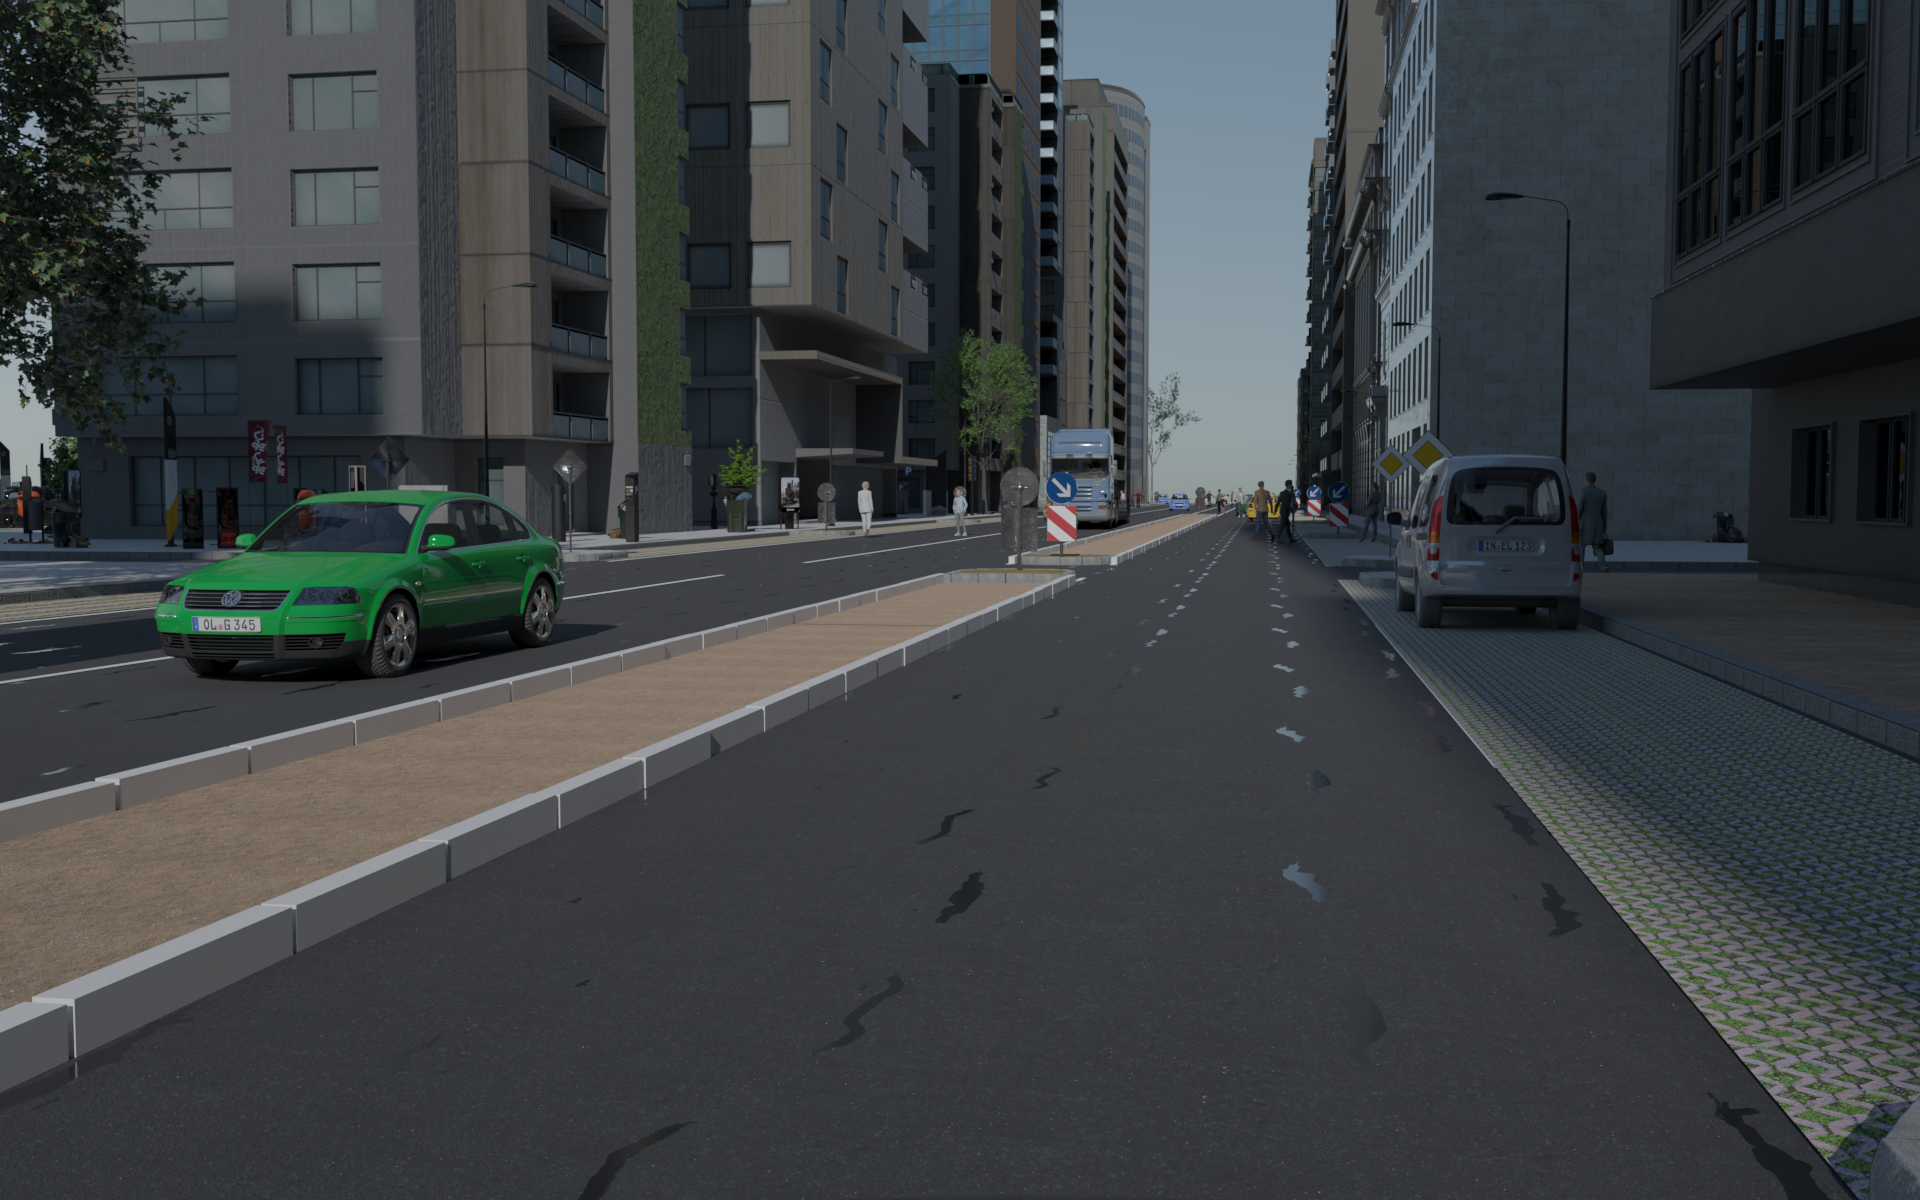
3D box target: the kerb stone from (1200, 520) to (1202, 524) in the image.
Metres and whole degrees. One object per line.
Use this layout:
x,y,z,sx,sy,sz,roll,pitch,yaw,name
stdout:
10.873,-3.485,79.177,0.120,0.150,1.000,1,4,10,kerb stone

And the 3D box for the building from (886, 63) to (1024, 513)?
-3.476,-21.332,120.476,14.160,30.474,14.107,1,4,10,building

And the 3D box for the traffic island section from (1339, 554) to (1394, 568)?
8.732,-0.783,35.091,2.009,0.180,2.903,1,4,10,traffic island section

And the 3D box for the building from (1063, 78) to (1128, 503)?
8.583,-35.711,207.571,21.300,48.544,21.600,1,4,10,building

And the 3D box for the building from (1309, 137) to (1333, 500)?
47.748,-31.609,200.405,14.154,41.232,14.086,1,4,10,building

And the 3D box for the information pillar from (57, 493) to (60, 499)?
-49.072,-5.484,94.148,0.304,2.012,0.304,-2,4,-25,information pillar

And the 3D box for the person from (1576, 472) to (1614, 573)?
10.852,-1.299,29.840,0.694,1.812,0.767,-1,4,-16,person

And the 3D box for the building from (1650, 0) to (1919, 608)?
15.088,-13.387,12.390,14.314,27.812,24.014,1,4,10,building

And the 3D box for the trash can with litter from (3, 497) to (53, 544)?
-24.249,-2.086,45.164,2.233,1.210,1.678,2,4,27,trash can with litter

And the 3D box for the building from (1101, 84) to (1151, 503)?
15.599,-43.171,247.848,21.231,58.520,28.212,1,4,10,building

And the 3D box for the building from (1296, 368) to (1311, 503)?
62.817,-24.736,249.468,27.650,21.520,28.899,1,4,10,building

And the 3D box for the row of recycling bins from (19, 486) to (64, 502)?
-52.963,-5.701,100.317,1.069,1.692,3.534,0,4,5,row of recycling bins

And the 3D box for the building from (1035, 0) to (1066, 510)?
-1.198,-51.628,156.786,22.319,86.520,31.000,1,4,10,building

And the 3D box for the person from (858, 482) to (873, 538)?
-3.088,-2.954,56.675,0.514,1.842,0.818,0,4,2,person

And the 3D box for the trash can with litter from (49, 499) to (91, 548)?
-21.220,-1.836,41.399,1.055,1.170,0.624,1,4,23,trash can with litter

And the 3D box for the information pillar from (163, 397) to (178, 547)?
-19.157,-3.100,42.036,0.183,3.616,0.504,0,3,0,information pillar

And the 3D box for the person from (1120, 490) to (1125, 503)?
12.087,-7.329,129.275,0.436,1.711,0.756,2,4,29,person

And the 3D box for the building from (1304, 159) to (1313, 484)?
55.418,-34.628,220.786,22.147,44.769,28.867,1,4,10,building

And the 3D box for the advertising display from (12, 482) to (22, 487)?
-50.254,-5.329,92.350,0.974,1.923,0.123,3,5,39,advertising display

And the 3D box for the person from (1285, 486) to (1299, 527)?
14.511,-4.110,75.800,0.616,1.811,0.778,3,5,44,person

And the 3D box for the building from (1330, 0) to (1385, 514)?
36.491,-30.157,116.765,21.300,48.544,21.600,1,4,10,building

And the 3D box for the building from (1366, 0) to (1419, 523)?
24.805,-17.566,73.113,13.634,28.700,20.117,1,4,10,building

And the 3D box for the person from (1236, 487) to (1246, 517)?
17.324,-6.024,106.837,0.661,1.843,0.795,1,4,17,person

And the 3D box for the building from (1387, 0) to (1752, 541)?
19.719,-12.274,55.433,10.420,20.320,16.860,1,4,10,building

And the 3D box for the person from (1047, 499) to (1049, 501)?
6.806,-7.168,126.409,0.721,1.736,1.217,-3,5,-39,person

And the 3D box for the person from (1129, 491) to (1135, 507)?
18.589,-10.854,186.419,0.568,1.767,0.683,3,5,44,person

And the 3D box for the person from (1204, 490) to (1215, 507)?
26.818,-10.878,186.380,1.348,1.821,0.705,0,4,3,person

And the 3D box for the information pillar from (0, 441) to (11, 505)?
-42.339,-5.227,76.813,0.183,3.616,0.504,1,4,20,information pillar

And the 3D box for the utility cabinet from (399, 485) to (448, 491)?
-13.574,-2.152,43.861,1.173,1.500,0.318,-1,4,-12,utility cabinet

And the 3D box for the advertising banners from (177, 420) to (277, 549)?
-17.252,-2.721,40.681,2.074,3.025,0.090,-1,4,-23,advertising banners

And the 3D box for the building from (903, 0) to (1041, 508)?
-1.523,-29.633,134.604,14.600,45.320,14.200,1,4,10,building

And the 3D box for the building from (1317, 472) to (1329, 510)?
45.407,-27.320,138.557,32.217,40.220,23.993,1,4,10,building

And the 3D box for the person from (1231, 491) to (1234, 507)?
29.841,-11.090,190.538,0.721,1.743,1.217,0,4,4,person

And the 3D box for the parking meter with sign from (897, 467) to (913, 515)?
-3.591,-6.909,109.229,0.543,3.016,1.738,2,4,24,parking meter with sign

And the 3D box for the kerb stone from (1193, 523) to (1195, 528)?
9.456,-2.988,71.100,0.120,0.150,1.000,1,4,10,kerb stone

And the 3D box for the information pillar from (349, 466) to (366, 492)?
-15.607,-2.471,44.896,0.304,2.012,0.304,2,4,35,information pillar

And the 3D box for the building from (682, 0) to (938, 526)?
-16.730,-30.104,81.443,28.713,52.752,27.495,1,4,10,building

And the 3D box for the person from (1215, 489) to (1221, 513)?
19.690,-7.541,131.797,0.705,1.823,1.348,0,4,-4,person

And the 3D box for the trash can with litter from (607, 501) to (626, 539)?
-9.718,-2.343,49.693,1.055,1.170,0.624,3,4,37,trash can with litter

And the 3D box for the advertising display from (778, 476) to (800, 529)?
-6.220,-3.541,63.117,0.123,1.923,0.974,3,5,41,advertising display

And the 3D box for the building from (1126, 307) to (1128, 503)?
14.296,-27.785,225.978,14.160,30.474,14.107,1,4,10,building

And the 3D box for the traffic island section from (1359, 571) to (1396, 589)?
7.346,-0.302,27.226,2.009,0.180,2.903,1,4,10,traffic island section

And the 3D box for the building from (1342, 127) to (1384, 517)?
28.403,-15.535,95.799,13.314,21.916,24.055,1,4,10,building

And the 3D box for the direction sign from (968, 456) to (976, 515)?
0.744,-6.860,104.154,0.379,3.537,0.876,-2,4,-31,direction sign

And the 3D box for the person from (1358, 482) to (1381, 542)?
12.186,-2.616,51.552,0.573,1.790,0.520,3,4,36,person

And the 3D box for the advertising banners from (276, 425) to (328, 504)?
-17.040,-2.971,44.762,0.090,3.025,2.074,1,4,17,advertising banners

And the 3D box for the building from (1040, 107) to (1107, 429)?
7.507,-30.330,179.486,14.154,41.232,14.086,1,4,10,building

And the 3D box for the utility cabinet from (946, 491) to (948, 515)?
-1.331,-5.967,106.234,1.173,1.500,0.318,-1,4,-21,utility cabinet

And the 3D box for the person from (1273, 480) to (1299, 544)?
9.496,-2.565,50.212,0.755,1.850,0.659,0,4,-2,person

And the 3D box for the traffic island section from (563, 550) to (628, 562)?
-8.592,-0.970,38.139,2.009,0.180,2.903,1,4,10,traffic island section

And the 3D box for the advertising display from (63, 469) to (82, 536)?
-22.612,-2.381,44.147,0.123,1.923,0.974,-1,4,-9,advertising display

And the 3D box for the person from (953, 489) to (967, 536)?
-0.022,-3.013,59.568,0.589,1.601,0.330,3,5,41,person

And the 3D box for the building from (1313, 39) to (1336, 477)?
46.391,-33.412,165.896,23.786,49.044,30.456,1,4,10,building

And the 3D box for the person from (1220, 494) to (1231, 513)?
19.575,-7.104,127.831,0.628,1.438,0.799,3,4,36,person

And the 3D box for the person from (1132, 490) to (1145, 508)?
18.153,-10.269,176.358,1.348,1.831,0.705,0,4,5,person

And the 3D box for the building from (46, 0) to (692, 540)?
-17.290,-22.576,52.715,14.154,41.232,14.086,1,4,10,building

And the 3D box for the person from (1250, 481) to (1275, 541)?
9.325,-2.737,53.168,0.836,1.842,0.656,3,5,40,person

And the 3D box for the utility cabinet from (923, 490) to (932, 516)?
-1.889,-5.625,100.642,0.318,1.500,1.173,-1,4,-11,utility cabinet
